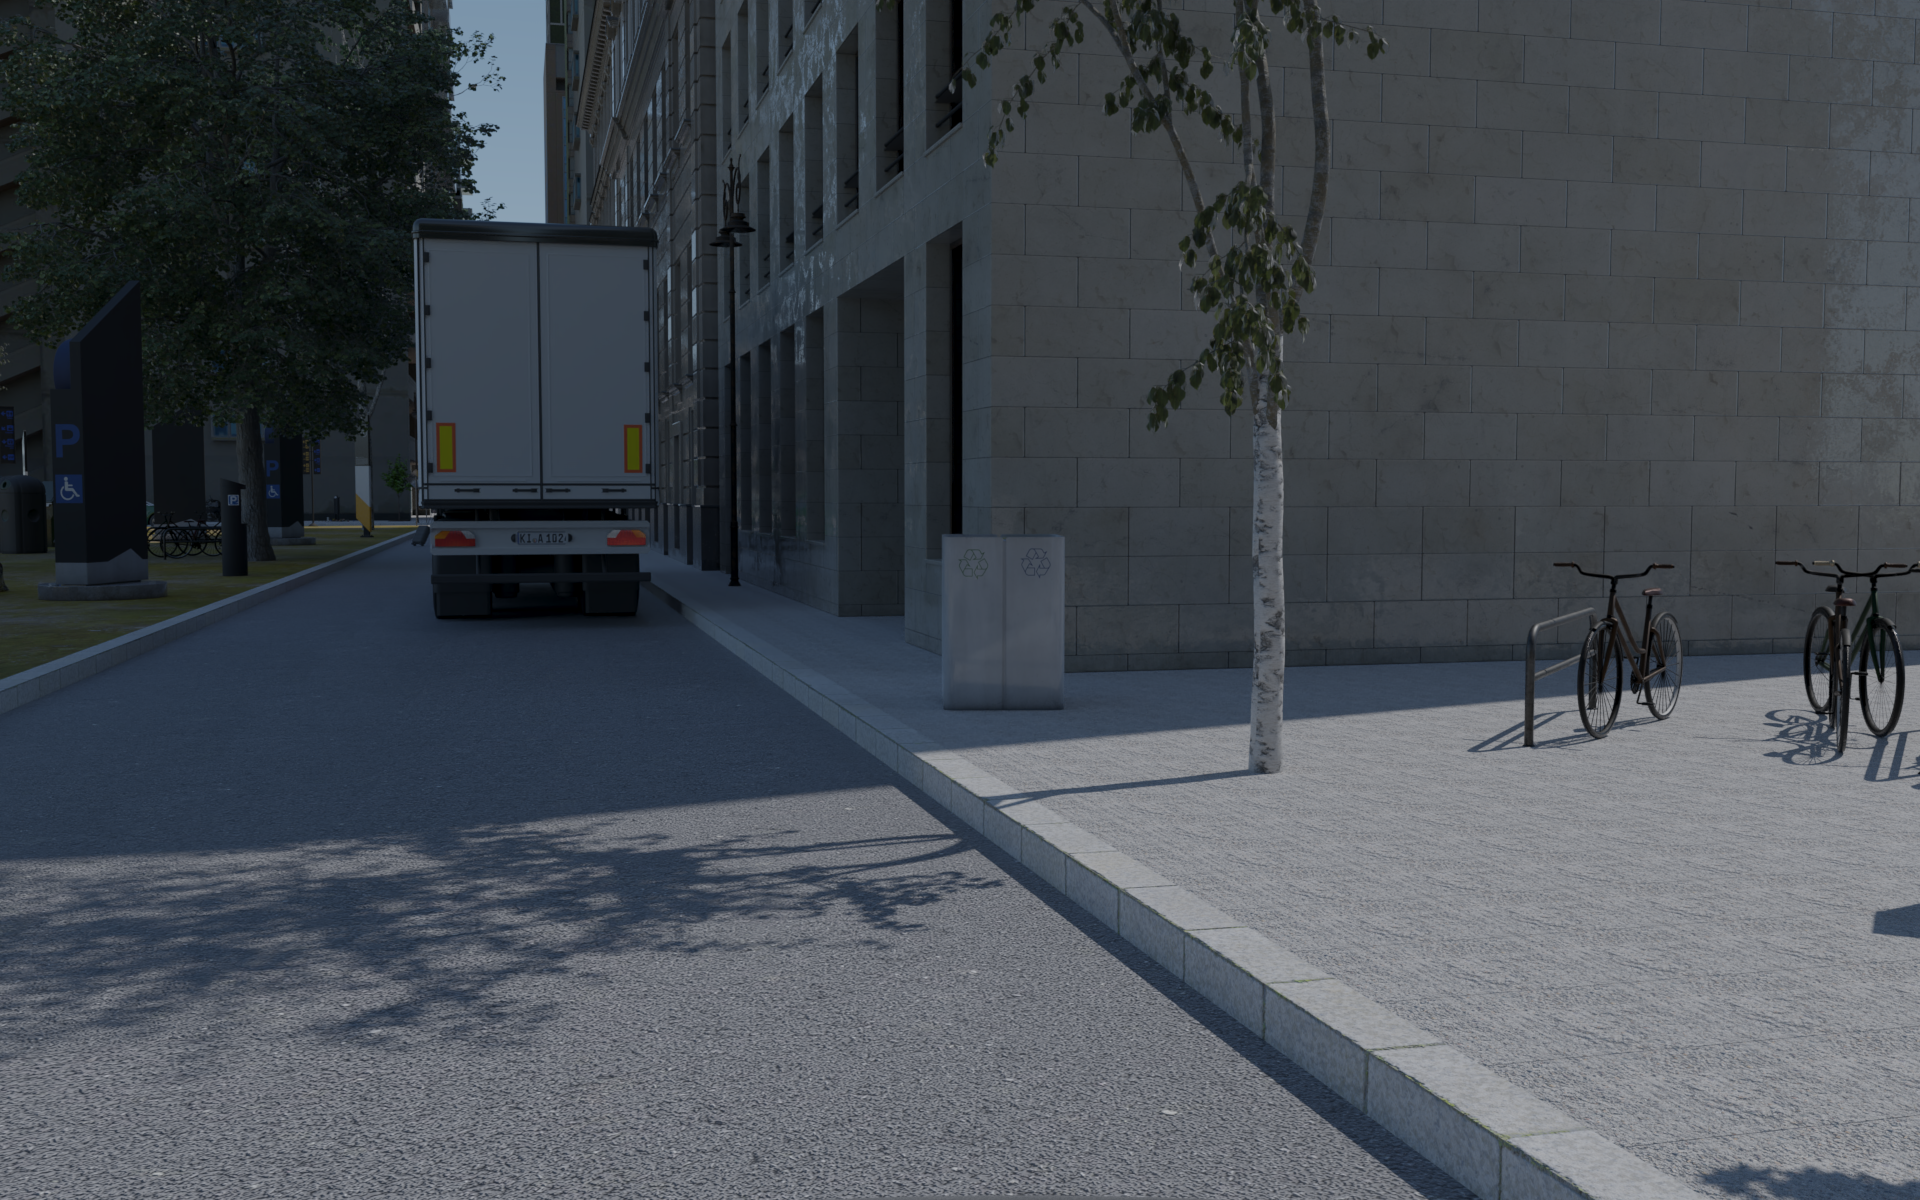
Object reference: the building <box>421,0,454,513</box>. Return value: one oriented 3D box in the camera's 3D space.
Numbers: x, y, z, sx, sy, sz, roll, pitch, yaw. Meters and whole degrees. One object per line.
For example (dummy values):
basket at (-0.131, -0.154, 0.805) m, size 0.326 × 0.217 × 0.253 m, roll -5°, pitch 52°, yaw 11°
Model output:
building at (-47.557, -30.780, 122.861) m, size 23.786 × 49.044 × 30.456 m, roll -1°, pitch 4°, yaw -14°

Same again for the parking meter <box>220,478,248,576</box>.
parking meter at (-11.368, -1.145, 27.124) m, size 0.372 × 1.533 × 0.369 m, roll 0°, pitch 3°, yaw 0°

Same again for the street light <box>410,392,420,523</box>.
street light at (-24.261, -6.391, 77.276) m, size 0.468 × 5.910 × 1.993 m, roll -1°, pitch 4°, yaw -14°

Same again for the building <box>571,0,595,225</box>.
building at (-9.782, -28.678, 92.590) m, size 21.600 × 48.544 × 21.300 m, roll -1°, pitch 4°, yaw -14°

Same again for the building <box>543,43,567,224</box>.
building at (-33.739, -31.881, 171.371) m, size 14.600 × 45.320 × 14.200 m, roll -1°, pitch 4°, yaw -14°

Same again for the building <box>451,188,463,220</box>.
building at (-51.823, -23.462, 155.313) m, size 14.160 × 30.474 × 14.107 m, roll -1°, pitch 4°, yaw -14°

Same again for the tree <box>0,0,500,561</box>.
tree at (-13.524, -7.715, 32.801) m, size 9.857 × 13.997 × 8.962 m, roll 0°, pitch 3°, yaw 0°

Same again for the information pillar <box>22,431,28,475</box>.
information pillar at (-34.695, -4.462, 64.308) m, size 0.183 × 3.616 × 0.504 m, roll -2°, pitch 4°, yaw -35°

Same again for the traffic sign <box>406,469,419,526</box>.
traffic sign at (-21.810, -4.027, 69.480) m, size 0.795 × 2.450 × 0.064 m, roll -1°, pitch 4°, yaw -14°

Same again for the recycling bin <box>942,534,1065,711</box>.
recycling bin at (0.254, 0.120, 10.596) m, size 0.722 × 1.027 × 0.722 m, roll 0°, pitch 4°, yaw -1°

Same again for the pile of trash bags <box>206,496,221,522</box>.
pile of trash bags at (-34.530, -4.316, 80.315) m, size 3.447 × 1.369 × 1.912 m, roll 0°, pitch 4°, yaw 8°

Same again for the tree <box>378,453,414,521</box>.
tree at (-26.263, -5.312, 81.450) m, size 1.663 × 3.219 × 1.824 m, roll 0°, pitch 3°, yaw 0°

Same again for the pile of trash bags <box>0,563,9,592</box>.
pile of trash bags at (-13.026, -0.701, 21.219) m, size 1.912 × 1.369 × 3.447 m, roll -1°, pitch 4°, yaw -15°

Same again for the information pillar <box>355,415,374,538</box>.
information pillar at (-17.630, -3.659, 51.181) m, size 0.504 × 3.616 × 0.183 m, roll 1°, pitch 4°, yaw 17°

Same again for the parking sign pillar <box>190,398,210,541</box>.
parking sign pillar at (-21.383, -3.605, 47.419) m, size 1.447 × 3.967 × 1.447 m, roll -1°, pitch 4°, yaw -23°

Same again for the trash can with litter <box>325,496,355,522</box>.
trash can with litter at (-29.063, -4.260, 80.708) m, size 1.678 × 1.210 × 2.233 m, roll -2°, pitch 4°, yaw -32°

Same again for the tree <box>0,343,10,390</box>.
tree at (-30.155, -6.128, 50.548) m, size 4.360 × 8.622 × 3.978 m, roll 0°, pitch 3°, yaw 0°

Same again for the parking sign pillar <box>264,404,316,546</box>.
parking sign pillar at (-17.015, -3.370, 43.580) m, size 1.447 × 3.967 × 1.447 m, roll 0°, pitch 4°, yaw 3°

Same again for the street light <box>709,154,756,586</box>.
street light at (-3.143, -3.131, 23.978) m, size 0.468 × 5.910 × 1.993 m, roll -1°, pitch 4°, yaw -14°

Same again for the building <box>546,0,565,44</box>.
building at (-46.998, -49.276, 243.917) m, size 20.611 × 71.187 × 20.563 m, roll -1°, pitch 4°, yaw -14°

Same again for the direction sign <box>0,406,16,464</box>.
direction sign at (-24.755, -3.212, 44.515) m, size 0.876 × 3.537 × 0.379 m, roll -2°, pitch 4°, yaw -34°

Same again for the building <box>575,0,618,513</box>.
building at (-8.116, -12.114, 62.694) m, size 10.561 × 19.102 × 19.286 m, roll -1°, pitch 4°, yaw -14°

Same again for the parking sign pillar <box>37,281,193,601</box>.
parking sign pillar at (-10.607, -2.010, 21.338) m, size 1.447 × 3.967 × 1.447 m, roll 0°, pitch 4°, yaw 6°

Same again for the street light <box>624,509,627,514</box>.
street light at (-9.237, -4.573, 47.550) m, size 0.468 × 5.910 × 1.993 m, roll -1°, pitch 4°, yaw -14°

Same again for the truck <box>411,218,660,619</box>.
truck at (-5.819, -2.105, 23.335) m, size 2.839 × 4.237 × 11.283 m, roll -1°, pitch 4°, yaw -15°

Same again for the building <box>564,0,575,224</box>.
building at (-22.605, -27.377, 131.210) m, size 14.154 × 41.232 × 14.086 m, roll -1°, pitch 4°, yaw -14°

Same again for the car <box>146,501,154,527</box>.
car at (-33.689, -3.548, 69.807) m, size 4.920 × 1.459 × 2.131 m, roll -1°, pitch 4°, yaw -14°

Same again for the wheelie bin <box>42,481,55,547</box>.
wheelie bin at (-22.013, -2.086, 42.022) m, size 0.980 × 1.594 × 0.693 m, roll 1°, pitch 4°, yaw 19°

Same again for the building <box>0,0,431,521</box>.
building at (-39.531, -28.512, 89.867) m, size 21.300 × 48.544 × 21.600 m, roll -1°, pitch 4°, yaw -14°

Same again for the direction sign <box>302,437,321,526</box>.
direction sign at (-25.690, -4.690, 68.685) m, size 0.876 × 3.537 × 0.379 m, roll 1°, pitch 4°, yaw 21°

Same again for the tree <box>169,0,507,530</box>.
tree at (-21.798, -12.469, 59.750) m, size 12.611 × 20.169 × 13.585 m, roll 0°, pitch 3°, yaw 0°

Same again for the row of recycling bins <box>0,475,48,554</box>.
row of recycling bins at (-21.040, -1.918, 38.479) m, size 1.069 × 1.692 × 3.534 m, roll -3°, pitch 4°, yaw -38°

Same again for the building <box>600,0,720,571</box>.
building at (-1.857, -14.918, 41.174) m, size 12.463 × 27.353 × 25.104 m, roll -1°, pitch 4°, yaw -14°

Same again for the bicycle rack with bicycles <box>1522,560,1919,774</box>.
bicycle rack with bicycles at (4.289, 0.258, 9.169) m, size 2.852 × 0.926 × 2.925 m, roll 2°, pitch 4°, yaw 31°

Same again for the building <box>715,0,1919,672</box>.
building at (3.164, -10.171, 21.053) m, size 10.420 × 20.320 × 16.860 m, roll -1°, pitch 4°, yaw -14°

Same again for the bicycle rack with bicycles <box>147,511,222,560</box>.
bicycle rack with bicycles at (-15.513, -1.322, 34.997) m, size 2.925 × 0.926 × 2.852 m, roll -2°, pitch 4°, yaw -34°

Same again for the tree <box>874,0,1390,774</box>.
tree at (1.180, -3.509, 7.740) m, size 4.360 × 8.622 × 3.978 m, roll 0°, pitch 3°, yaw 0°

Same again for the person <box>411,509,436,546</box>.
person at (-14.637, -2.416, 48.227) m, size 0.699 × 1.804 × 1.509 m, roll 2°, pitch 4°, yaw 35°
